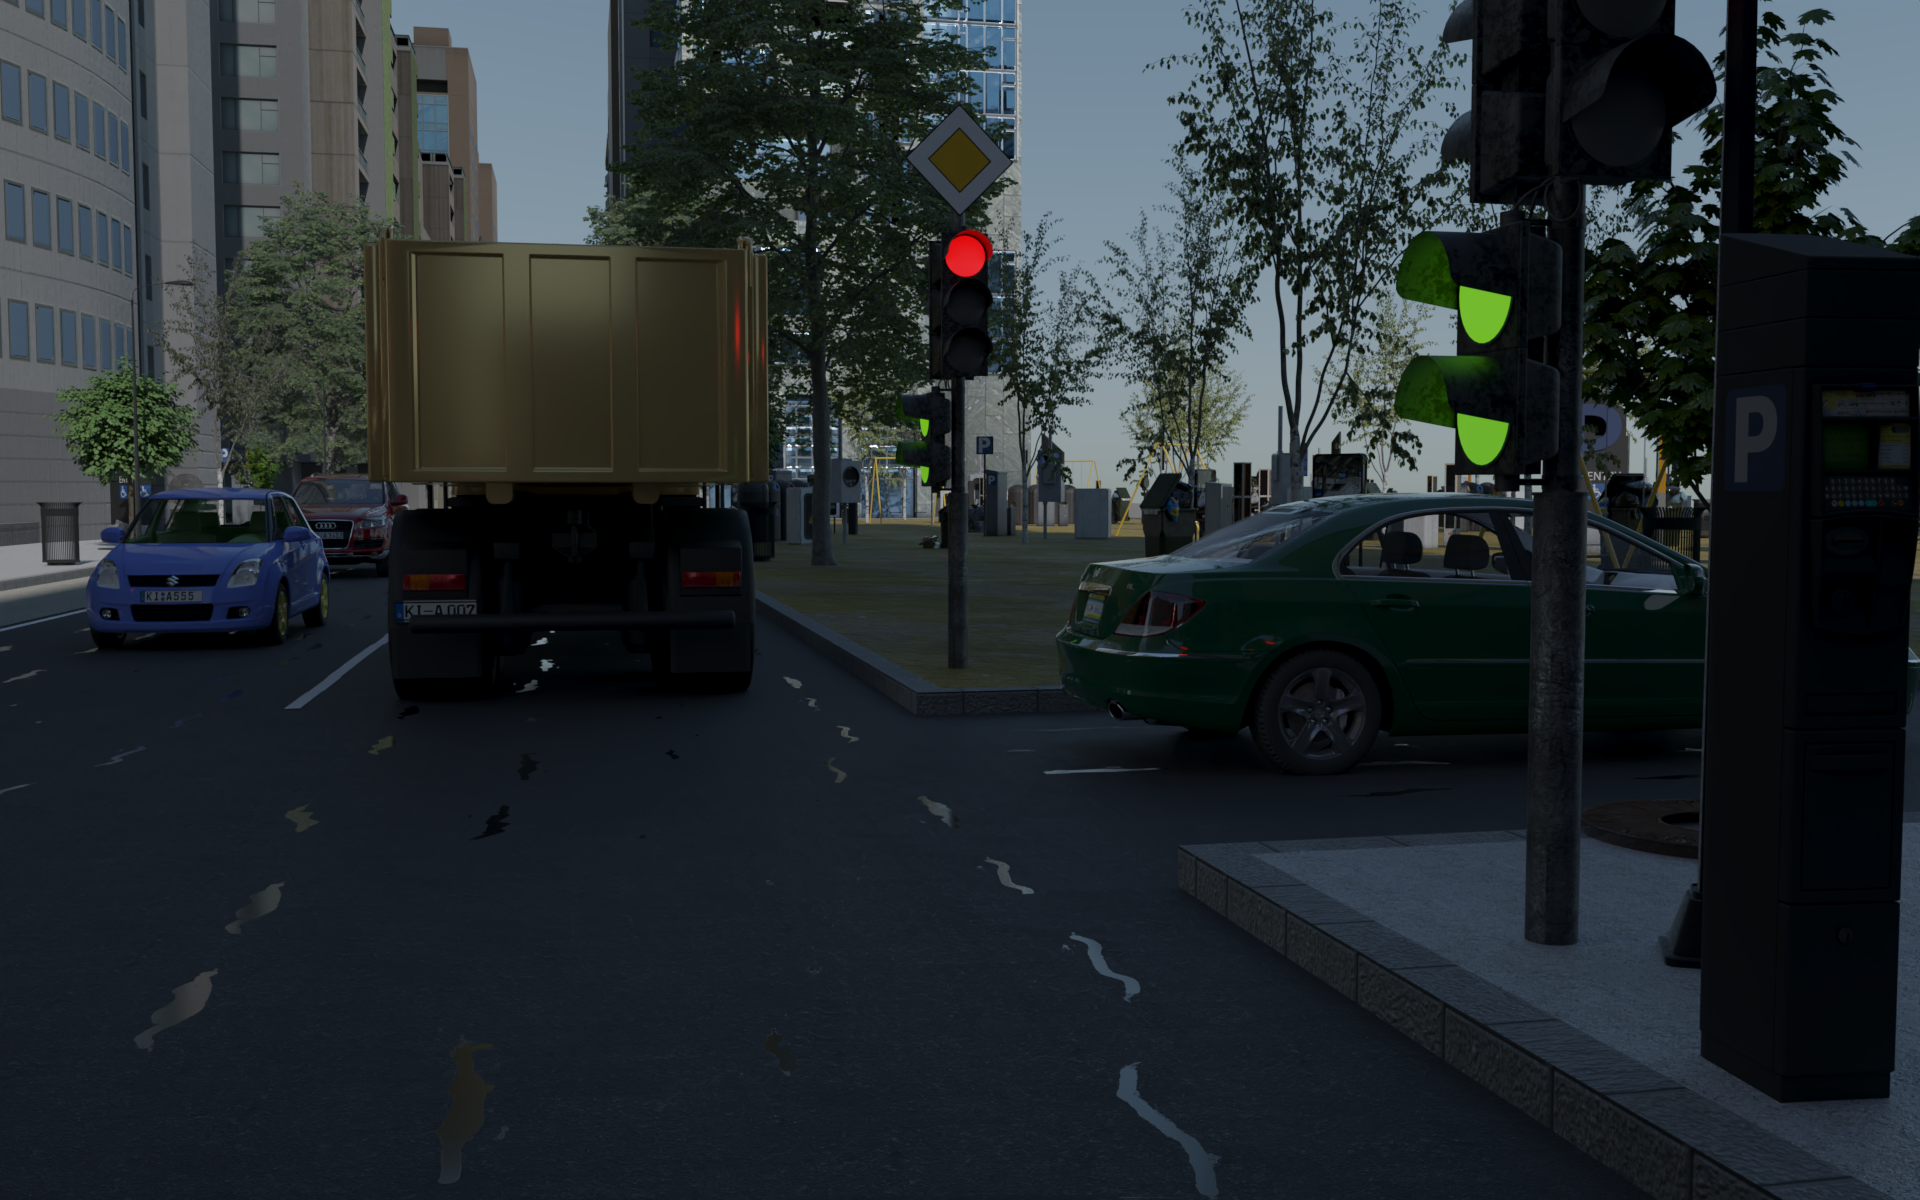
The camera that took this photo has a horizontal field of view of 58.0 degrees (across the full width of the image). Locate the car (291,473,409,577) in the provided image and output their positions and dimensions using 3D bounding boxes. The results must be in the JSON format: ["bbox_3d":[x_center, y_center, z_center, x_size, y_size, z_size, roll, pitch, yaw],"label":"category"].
[{"bbox_3d":[-11.152,-1.395,31.487,2.281,1.827,5.304,-1,4,-12],"label":"car"}]

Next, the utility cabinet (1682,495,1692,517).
[{"bbox_3d":[32.686,-4.125,78.608,0.306,1.237,1.020,-1,4,-23],"label":"utility cabinet"}]

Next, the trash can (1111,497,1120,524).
[{"bbox_3d":[6.432,-3.801,73.793,0.748,1.137,0.748,0,3,0],"label":"trash can"}]

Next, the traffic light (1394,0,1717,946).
[{"bbox_3d":[1.684,-0.976,4.872,0.839,4.253,0.868,-1,4,-12],"label":"traffic light"}]

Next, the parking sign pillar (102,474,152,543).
[{"bbox_3d":[-22.065,-3.521,46.039,1.447,3.967,1.447,2,4,34],"label":"parking sign pillar"}]

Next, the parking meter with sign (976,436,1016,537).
[{"bbox_3d":[1.147,-3.469,52.982,0.543,3.016,1.738,2,4,29],"label":"parking meter with sign"}]

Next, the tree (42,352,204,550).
[{"bbox_3d":[-19.358,-3.451,40.143,4.285,4.588,4.351,0,3,0],"label":"tree"}]

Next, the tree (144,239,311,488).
[{"bbox_3d":[-21.621,-6.158,51.049,4.360,8.622,3.978,0,3,0],"label":"tree"}]

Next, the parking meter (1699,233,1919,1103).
[{"bbox_3d":[1.833,0.120,3.748,0.255,1.863,0.399,0,4,-7],"label":"parking meter"}]

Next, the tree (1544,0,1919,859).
[{"bbox_3d":[2.926,-0.714,6.280,1.663,3.219,1.824,0,3,0],"label":"tree"}]

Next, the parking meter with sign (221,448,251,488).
[{"bbox_3d":[-27.042,-4.221,65.269,1.738,3.016,0.543,1,4,16],"label":"parking meter with sign"}]

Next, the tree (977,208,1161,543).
[{"bbox_3d":[1.904,-5.790,45.035,4.737,8.622,4.395,0,3,0],"label":"tree"}]

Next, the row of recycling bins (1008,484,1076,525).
[{"bbox_3d":[3.559,-4.070,73.655,3.534,1.692,1.069,-3,4,-37],"label":"row of recycling bins"}]

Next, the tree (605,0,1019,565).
[{"bbox_3d":[-2.640,-6.876,30.543,7.486,12.596,7.792,0,3,0],"label":"tree"}]

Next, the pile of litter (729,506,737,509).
[{"bbox_3d":[-8.154,-3.068,64.119,1.176,0.858,1.719,2,4,30],"label":"pile of litter"}]

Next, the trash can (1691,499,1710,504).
[{"bbox_3d":[21.592,-2.359,50.225,0.748,1.137,0.748,0,3,0],"label":"trash can"}]

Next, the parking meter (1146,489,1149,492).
[{"bbox_3d":[10.106,-5.128,92.257,0.372,1.533,0.369,0,3,0],"label":"parking meter"}]

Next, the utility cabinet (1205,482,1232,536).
[{"bbox_3d":[4.756,-1.413,31.784,0.318,1.500,1.173,1,4,18],"label":"utility cabinet"}]

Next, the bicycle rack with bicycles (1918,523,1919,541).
[{"bbox_3d":[24.369,-1.964,45.498,2.925,0.926,2.852,2,4,25],"label":"bicycle rack with bicycles"}]

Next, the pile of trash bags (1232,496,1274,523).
[{"bbox_3d":[7.629,-2.216,45.981,1.912,1.369,3.447,1,4,16],"label":"pile of trash bags"}]

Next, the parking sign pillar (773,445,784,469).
[{"bbox_3d":[-6.303,-4.245,57.879,1.447,3.967,1.447,1,4,14],"label":"parking sign pillar"}]

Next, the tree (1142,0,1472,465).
[{"bbox_3d":[3.982,-4.220,19.365,4.360,8.622,3.978,0,3,0],"label":"tree"}]

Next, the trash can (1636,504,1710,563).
[{"bbox_3d":[7.903,-0.465,19.255,0.748,1.137,0.748,0,3,0],"label":"trash can"}]

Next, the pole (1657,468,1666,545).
[{"bbox_3d":[16.129,-2.811,39.804,0.158,3.312,0.155,0,3,0],"label":"pole"}]

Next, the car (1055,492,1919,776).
[{"bbox_3d":[3.008,0.116,9.900,4.920,1.459,2.131,-1,4,-11],"label":"car"}]

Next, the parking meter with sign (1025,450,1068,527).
[{"bbox_3d":[3.400,-4.425,68.604,1.738,3.016,0.543,-1,4,-9],"label":"parking meter with sign"}]

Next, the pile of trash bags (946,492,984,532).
[{"bbox_3d":[0.344,-3.050,59.621,1.912,1.369,3.447,-2,4,-25],"label":"pile of trash bags"}]

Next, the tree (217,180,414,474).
[{"bbox_3d":[-26.412,-10.130,72.278,9.857,13.997,8.962,0,3,0],"label":"tree"}]

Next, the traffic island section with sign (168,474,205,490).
[{"bbox_3d":[-14.699,-1.480,32.825,1.989,1.847,2.006,-1,4,-12],"label":"traffic island section with sign"}]

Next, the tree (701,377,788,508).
[{"bbox_3d":[-5.445,-3.438,39.931,4.285,4.588,4.351,0,3,0],"label":"tree"}]

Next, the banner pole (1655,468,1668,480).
[{"bbox_3d":[25.660,-4.474,63.165,0.863,3.779,0.401,-2,4,-24],"label":"banner pole"}]

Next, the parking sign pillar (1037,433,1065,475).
[{"bbox_3d":[3.980,-5.353,75.994,1.447,3.967,1.447,-3,5,-43],"label":"parking sign pillar"}]

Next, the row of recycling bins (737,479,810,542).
[{"bbox_3d":[-5.118,-2.471,47.510,1.069,1.692,3.534,1,4,20],"label":"row of recycling bins"}]

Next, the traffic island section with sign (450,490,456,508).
[{"bbox_3d":[-30.919,-5.983,106.445,1.989,1.847,2.006,-1,4,-12],"label":"traffic island section with sign"}]

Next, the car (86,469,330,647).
[{"bbox_3d":[-7.488,-0.480,17.445,1.945,1.707,3.694,-1,4,-11],"label":"car"}]

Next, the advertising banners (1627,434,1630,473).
[{"bbox_3d":[19.130,-3.249,49.309,0.090,3.025,2.074,1,4,12],"label":"advertising banners"}]

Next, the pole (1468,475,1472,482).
[{"bbox_3d":[26.731,-5.933,90.840,0.158,3.312,0.155,0,3,0],"label":"pole"}]

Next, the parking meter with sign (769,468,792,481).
[{"bbox_3d":[-5.320,-3.362,51.233,0.543,3.016,1.738,3,5,43],"label":"parking meter with sign"}]

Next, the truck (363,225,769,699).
[{"bbox_3d":[-3.524,-1.223,15.915,3.469,3.379,9.791,-1,4,-12],"label":"truck"}]

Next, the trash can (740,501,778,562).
[{"bbox_3d":[-3.843,-1.311,33.083,0.748,1.137,0.748,0,3,0],"label":"trash can"}]

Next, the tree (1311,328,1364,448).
[{"bbox_3d":[14.129,-6.582,57.980,4.737,8.622,4.395,0,3,0],"label":"tree"}]

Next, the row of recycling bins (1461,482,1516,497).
[{"bbox_3d":[17.882,-3.216,59.691,3.534,1.692,1.069,-3,4,-39],"label":"row of recycling bins"}]

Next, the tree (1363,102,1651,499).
[{"bbox_3d":[10.139,-4.885,30.230,4.737,8.622,4.395,0,3,0],"label":"tree"}]

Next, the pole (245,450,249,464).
[{"bbox_3d":[-32.912,-5.274,80.077,0.158,3.312,0.155,0,3,0],"label":"pole"}]

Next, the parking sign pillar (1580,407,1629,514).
[{"bbox_3d":[13.737,-2.997,37.478,1.447,3.967,1.447,1,4,11],"label":"parking sign pillar"}]

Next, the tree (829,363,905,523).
[{"bbox_3d":[-4.116,-7.782,77.605,4.737,8.622,4.395,0,3,0],"label":"tree"}]

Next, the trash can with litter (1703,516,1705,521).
[{"bbox_3d":[36.181,-4.385,83.083,1.055,1.170,0.624,2,4,33],"label":"trash can with litter"}]

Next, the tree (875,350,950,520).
[{"bbox_3d":[-2.575,-8.331,86.572,4.360,8.622,3.978,0,3,0],"label":"tree"}]

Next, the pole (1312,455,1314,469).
[{"bbox_3d":[18.313,-5.856,89.593,0.158,3.312,0.155,0,3,0],"label":"pole"}]

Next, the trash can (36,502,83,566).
[{"bbox_3d":[-16.173,-1.192,31.136,0.748,1.137,0.748,0,3,0],"label":"trash can"}]

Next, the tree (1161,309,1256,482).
[{"bbox_3d":[8.729,-7.203,68.124,4.737,8.622,4.395,0,3,0],"label":"tree"}]

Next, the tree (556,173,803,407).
[{"bbox_3d":[-10.772,-9.699,65.234,9.857,13.997,8.962,0,3,0],"label":"tree"}]

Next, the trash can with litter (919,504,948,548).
[{"bbox_3d":[-0.458,-1.806,40.910,1.055,1.170,0.624,1,4,19],"label":"trash can with litter"}]

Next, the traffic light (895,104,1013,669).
[{"bbox_3d":[-0.034,-1.453,12.670,0.839,4.253,0.868,-1,4,-12],"label":"traffic light"}]

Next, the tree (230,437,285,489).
[{"bbox_3d":[-23.345,-3.842,57.414,1.663,3.219,1.824,0,3,0],"label":"tree"}]

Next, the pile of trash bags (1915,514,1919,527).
[{"bbox_3d":[36.421,-3.498,66.945,3.447,1.369,1.912,-3,4,-38],"label":"pile of trash bags"}]

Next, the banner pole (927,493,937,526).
[{"bbox_3d":[-1.109,-4.896,70.063,0.401,3.779,0.863,-1,4,-9],"label":"banner pole"}]
